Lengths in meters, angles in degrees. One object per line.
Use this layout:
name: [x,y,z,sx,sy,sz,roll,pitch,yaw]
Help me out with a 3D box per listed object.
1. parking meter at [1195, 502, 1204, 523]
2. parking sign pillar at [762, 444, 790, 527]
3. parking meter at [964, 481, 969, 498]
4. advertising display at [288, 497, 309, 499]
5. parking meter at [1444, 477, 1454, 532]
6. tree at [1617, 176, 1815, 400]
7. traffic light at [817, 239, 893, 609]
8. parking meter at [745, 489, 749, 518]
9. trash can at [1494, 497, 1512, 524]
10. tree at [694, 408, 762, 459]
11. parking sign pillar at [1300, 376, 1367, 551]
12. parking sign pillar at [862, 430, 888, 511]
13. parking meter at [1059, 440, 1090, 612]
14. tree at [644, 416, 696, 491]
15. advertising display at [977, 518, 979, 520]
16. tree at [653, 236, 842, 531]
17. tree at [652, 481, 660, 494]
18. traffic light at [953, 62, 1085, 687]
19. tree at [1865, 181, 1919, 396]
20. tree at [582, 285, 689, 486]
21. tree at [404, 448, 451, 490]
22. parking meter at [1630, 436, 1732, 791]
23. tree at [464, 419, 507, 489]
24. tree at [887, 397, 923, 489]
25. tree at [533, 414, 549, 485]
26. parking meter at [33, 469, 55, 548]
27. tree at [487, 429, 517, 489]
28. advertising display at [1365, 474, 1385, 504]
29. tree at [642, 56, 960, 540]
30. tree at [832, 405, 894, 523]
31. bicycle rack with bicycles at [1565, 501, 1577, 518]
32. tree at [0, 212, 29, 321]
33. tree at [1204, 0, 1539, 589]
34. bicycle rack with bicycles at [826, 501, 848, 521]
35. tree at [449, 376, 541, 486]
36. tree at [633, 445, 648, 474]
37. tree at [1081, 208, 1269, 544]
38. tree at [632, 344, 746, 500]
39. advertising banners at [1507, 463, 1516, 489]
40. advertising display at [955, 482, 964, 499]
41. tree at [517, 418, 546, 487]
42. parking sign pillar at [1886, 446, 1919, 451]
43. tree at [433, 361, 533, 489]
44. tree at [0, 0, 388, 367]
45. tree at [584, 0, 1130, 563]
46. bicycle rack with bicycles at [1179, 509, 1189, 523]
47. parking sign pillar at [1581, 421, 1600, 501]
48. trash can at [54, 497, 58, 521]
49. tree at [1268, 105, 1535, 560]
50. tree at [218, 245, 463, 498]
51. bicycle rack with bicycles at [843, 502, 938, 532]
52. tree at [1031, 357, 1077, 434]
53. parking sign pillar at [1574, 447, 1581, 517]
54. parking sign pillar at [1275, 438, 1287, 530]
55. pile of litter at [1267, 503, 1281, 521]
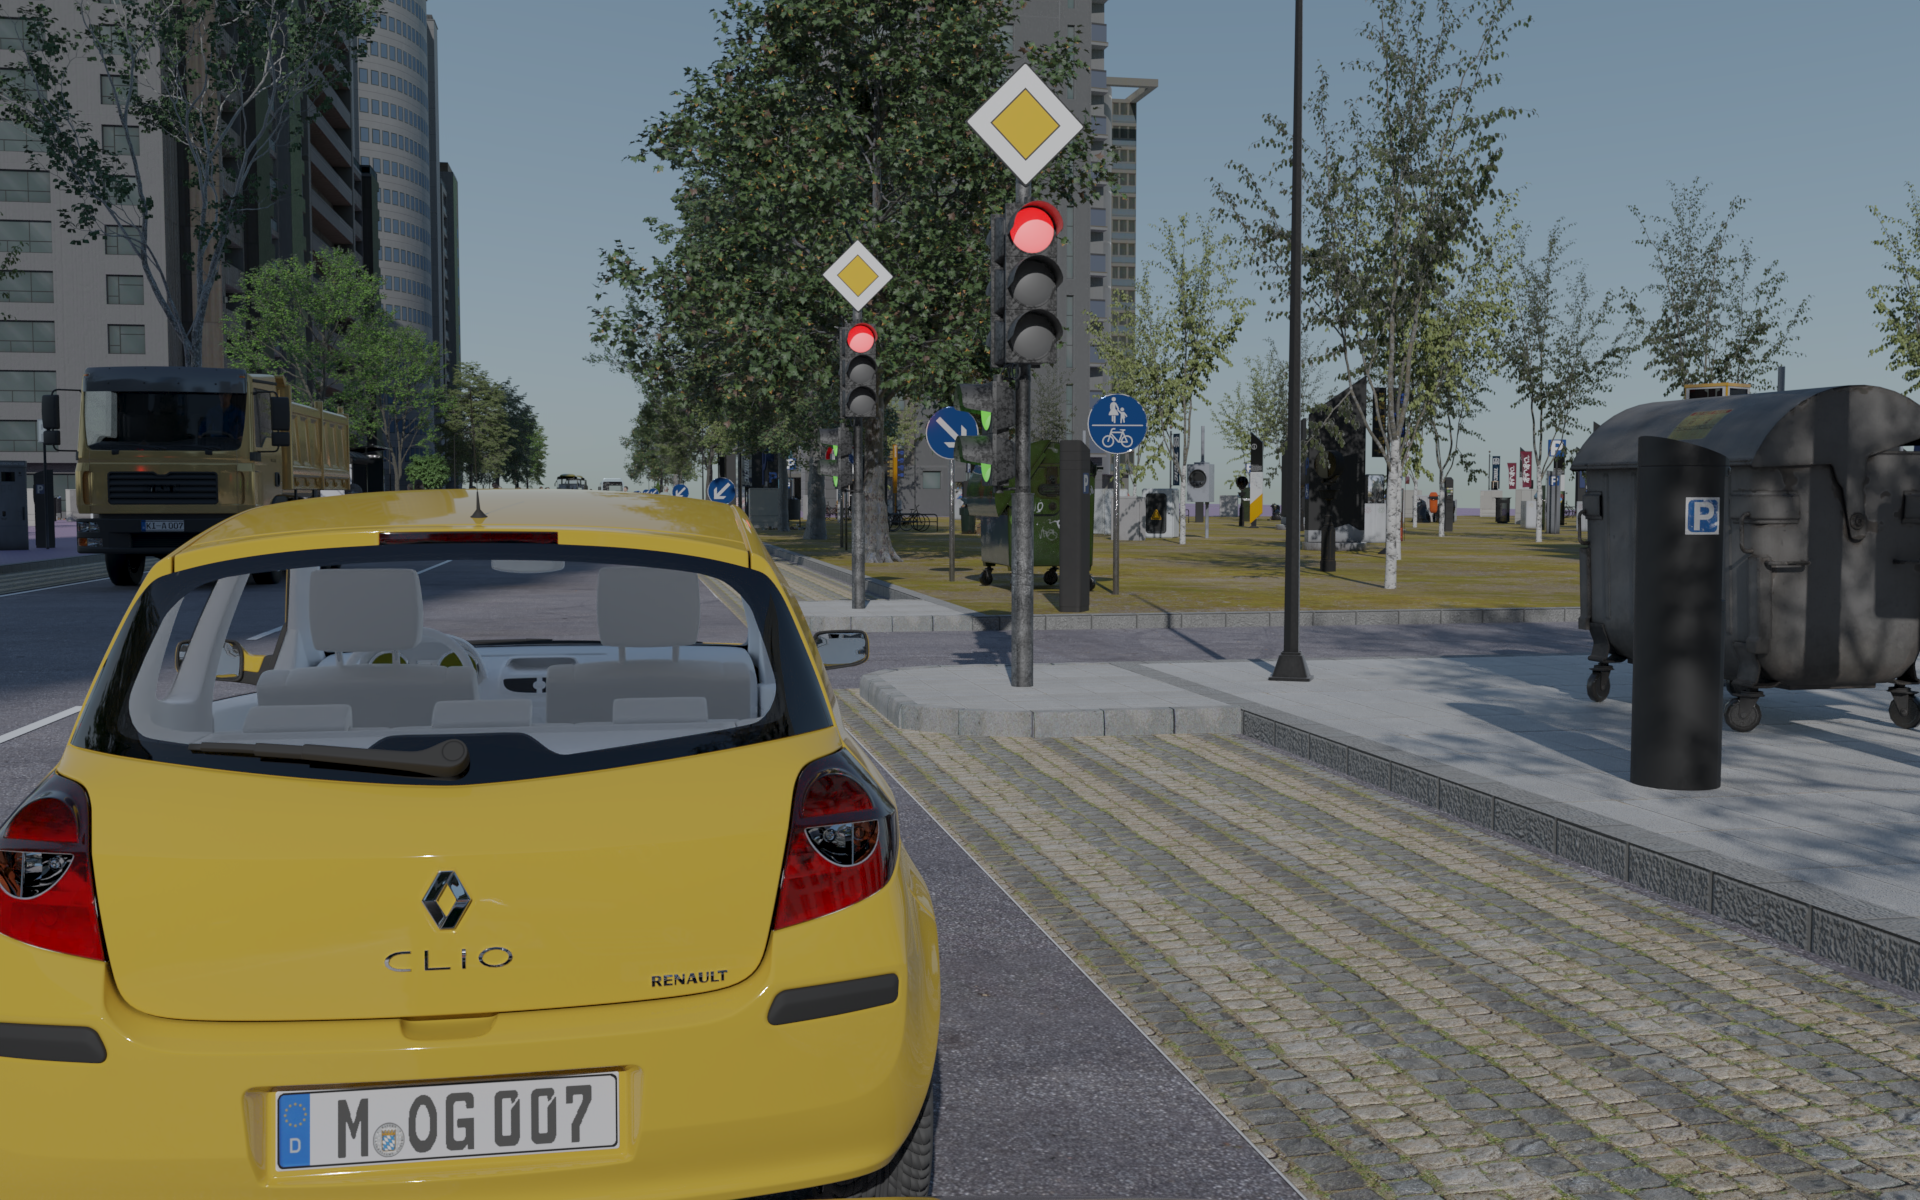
parking meter: [10.786,-4.412,77.851,0.399,1.863,0.255,1,4,15]
parking sign pillar: [-7.337,-4.811,67.129,1.447,3.967,1.447,-1,4,-14]
parking meter: [0.352,-4.349,76.823,0.255,1.863,0.399,2,4,32]
advertising display: [-32.594,-4.903,85.374,0.974,1.923,0.123,-1,4,-11]
parking meter: [16.683,-3.269,59.153,0.255,1.863,0.399,0,4,3]
tree: [17.240,-5.487,40.070,4.360,8.622,3.978,0,3,0]
traffic light: [-1.157,-1.857,19.289,0.839,4.253,0.868,-1,4,-11]
parking meter: [-8.529,-3.774,70.116,0.372,1.533,0.369,0,3,0]
trash can: [23.666,-3.906,75.524,0.748,1.137,0.748,0,3,0]
tree: [-12.082,-8.576,90.572,4.737,8.622,4.395,0,3,0]
parking sign pillar: [8.575,-3.125,39.573,1.447,3.967,1.447,0,4,-2]
parking sign pillar: [-3.639,-5.034,70.773,1.447,3.967,1.447,-1,4,-14]
parking meter: [1.254,-0.807,18.912,0.255,1.863,0.399,1,4,20]
tree: [-22.150,-11.339,135.761,4.360,8.622,3.978,0,3,0]
advertising display: [1.162,-4.865,84.760,0.123,1.923,0.974,-3,5,-40]
tree: [-6.408,-8.613,58.957,7.486,12.596,7.792,0,3,0]
tree: [-39.283,-14.099,225.113,1.663,3.219,1.824,0,3,0]
traffic light: [0.397,-1.378,11.456,0.839,4.253,0.868,-1,4,-11]
tree: [22.978,-5.500,40.295,4.737,8.622,4.395,0,3,0]
tree: [-26.465,-18.141,152.494,12.611,20.169,13.585,0,3,0]
tree: [-37.478,-8.465,122.116,4.285,4.588,4.351,0,3,0]
parking meter: [3.166,0.048,7.622,0.372,1.533,0.369,0,3,0]
tree: [-43.161,-12.637,156.974,4.360,8.622,3.978,0,3,0]
tree: [-4.140,-8.734,93.169,4.737,8.622,4.395,0,3,0]
tree: [-59.659,-19.531,237.461,7.486,12.596,7.792,0,3,0]
parking meter: [-21.817,-2.174,41.250,0.399,1.863,0.255,1,4,11]
tree: [-32.790,-10.702,100.741,9.928,11.665,9.643,0,3,0]
advertising display: [13.395,-3.105,55.977,0.974,1.923,0.123,-3,5,-44]
tree: [-4.109,-8.694,48.797,9.857,13.997,8.962,0,3,0]
tree: [-5.183,-7.753,77.126,4.360,8.622,3.978,0,3,0]
bicycle rack with bicycles: [32.013,-4.867,92.953,2.925,0.926,2.852,2,4,31]
tree: [-18.571,-4.845,29.578,4.737,8.622,4.395,0,3,0]
tree: [5.741,-4.471,23.470,4.360,8.622,3.978,0,3,0]
bicycle rack with bicycles: [-5.803,-4.300,83.682,2.925,0.926,2.852,-1,4,-18]
tree: [-49.988,-17.115,186.491,9.857,13.997,8.962,0,3,0]
tree: [-41.296,-19.046,237.155,9.928,11.665,9.643,0,3,0]
tree: [5.531,-5.750,44.383,4.737,8.622,4.395,0,3,0]
tree: [-14.620,-10.088,99.347,8.767,10.594,7.601,0,4,-6]
advertising banners: [31.485,-6.131,96.422,2.074,3.025,0.090,0,4,5]
advertising display: [-0.123,-5.142,89.278,0.123,1.923,0.974,-3,4,-36]
tree: [-58.519,-18.463,227.623,9.928,11.665,9.643,0,3,0]
parking sign pillar: [42.351,-5.488,78.202,1.447,3.967,1.447,-1,4,-8]
tree: [-41.416,-14.046,147.771,7.486,12.596,7.792,0,3,0]
tree: [-23.912,-11.931,50.954,12.611,20.169,13.585,0,3,0]
tree: [-1.626,-7.050,32.273,9.611,12.733,9.660,0,3,0]
bicycle rack with bicycles: [8.757,-3.819,75.823,2.852,0.926,2.925,2,4,23]
parking sign pillar: [23.916,-4.604,63.750,1.447,3.967,1.447,2,4,35]
trash can: [-40.698,-4.017,77.339,0.748,1.137,0.748,0,3,0]
tree: [8.779,-5.090,33.582,4.737,8.622,4.395,0,3,0]
tree: [-26.683,-8.913,71.483,9.928,11.665,9.643,0,3,0]
bicycle rack with bicycles: [-2.135,-2.821,59.500,2.925,0.926,2.852,-1,4,-23]
tree: [4.468,-8.744,93.334,4.360,8.622,3.978,0,3,0]
parking sign pillar: [35.719,-6.731,98.522,1.447,3.967,1.447,0,4,-3]
parking sign pillar: [12.061,-4.501,62.056,1.447,3.967,1.447,-2,4,-24]
pile of litter: [15.587,-4.308,84.397,1.176,0.858,1.719,0,4,-4]
